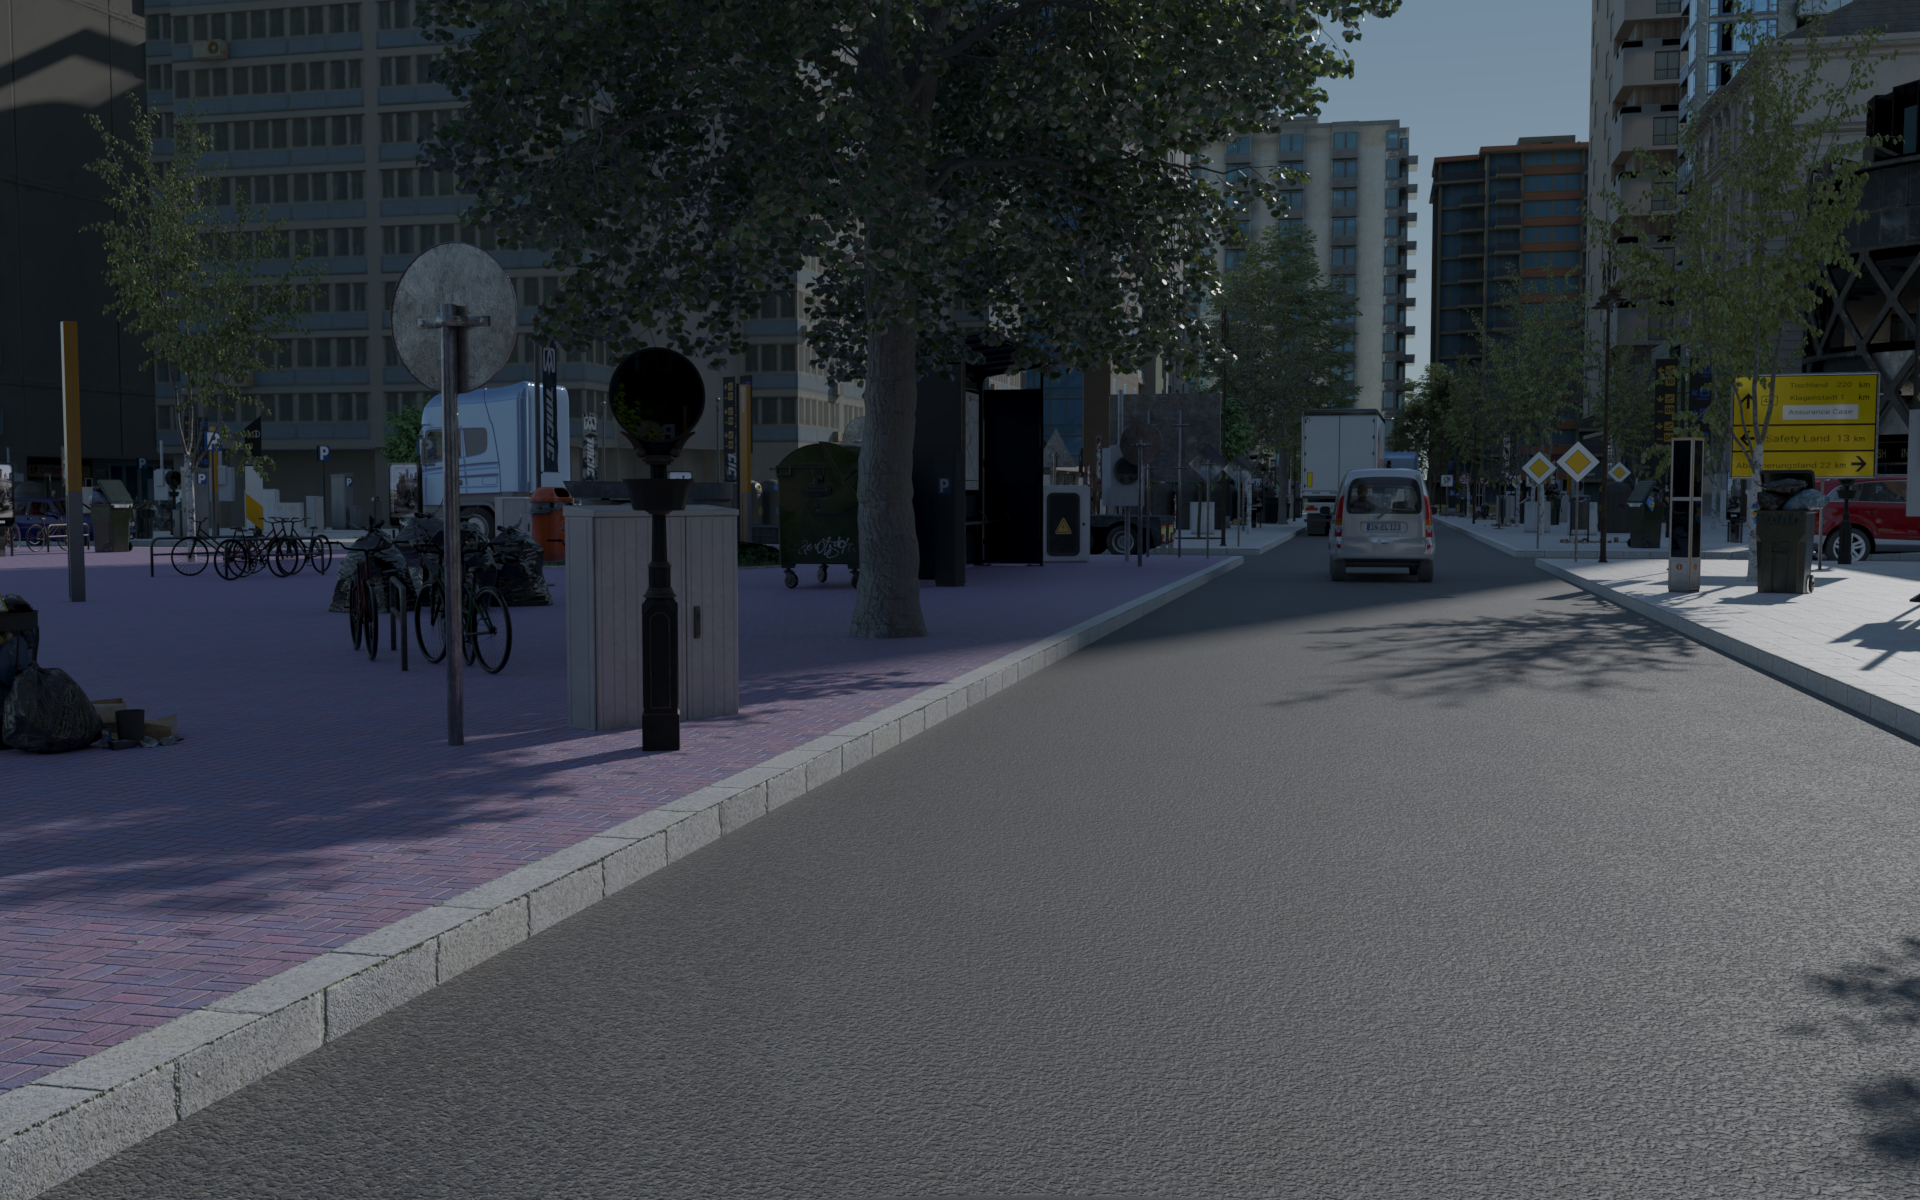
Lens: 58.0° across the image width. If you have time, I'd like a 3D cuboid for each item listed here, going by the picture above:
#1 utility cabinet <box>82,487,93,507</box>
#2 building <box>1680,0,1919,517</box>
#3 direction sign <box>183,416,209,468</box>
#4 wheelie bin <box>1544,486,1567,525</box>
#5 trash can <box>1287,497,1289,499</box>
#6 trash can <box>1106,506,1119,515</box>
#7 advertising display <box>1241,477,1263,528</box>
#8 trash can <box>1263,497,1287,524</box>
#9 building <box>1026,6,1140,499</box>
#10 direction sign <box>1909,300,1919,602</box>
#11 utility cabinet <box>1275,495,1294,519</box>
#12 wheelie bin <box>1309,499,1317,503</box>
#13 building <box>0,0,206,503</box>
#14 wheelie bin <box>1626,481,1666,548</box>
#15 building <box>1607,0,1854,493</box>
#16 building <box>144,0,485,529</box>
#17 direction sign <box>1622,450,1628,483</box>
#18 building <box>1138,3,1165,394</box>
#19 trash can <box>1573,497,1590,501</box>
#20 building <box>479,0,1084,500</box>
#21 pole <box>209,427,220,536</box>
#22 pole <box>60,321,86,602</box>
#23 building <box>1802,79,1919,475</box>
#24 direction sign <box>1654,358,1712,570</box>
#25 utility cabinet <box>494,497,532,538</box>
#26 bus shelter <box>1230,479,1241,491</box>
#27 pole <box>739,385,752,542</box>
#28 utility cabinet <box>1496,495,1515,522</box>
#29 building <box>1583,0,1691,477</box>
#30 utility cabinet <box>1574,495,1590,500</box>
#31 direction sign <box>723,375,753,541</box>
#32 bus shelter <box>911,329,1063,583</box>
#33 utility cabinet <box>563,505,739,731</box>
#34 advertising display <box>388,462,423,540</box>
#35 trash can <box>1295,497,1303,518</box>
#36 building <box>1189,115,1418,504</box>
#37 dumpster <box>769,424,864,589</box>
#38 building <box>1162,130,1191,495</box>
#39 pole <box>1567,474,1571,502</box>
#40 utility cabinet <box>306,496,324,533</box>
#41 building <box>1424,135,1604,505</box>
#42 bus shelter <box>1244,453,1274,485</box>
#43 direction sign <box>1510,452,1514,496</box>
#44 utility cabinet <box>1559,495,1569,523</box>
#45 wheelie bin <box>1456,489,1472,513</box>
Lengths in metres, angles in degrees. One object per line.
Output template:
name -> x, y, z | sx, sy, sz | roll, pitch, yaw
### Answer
utility cabinet -> -27.363, -2.805, 54.539 | 0.318, 1.500, 1.173 | 2, 4, 27
building -> 49.182, -18.911, 96.578 | 14.401, 28.519, 23.554 | 1, 4, 13
direction sign -> -22.360, -3.595, 50.768 | 0.379, 3.537, 0.876 | 1, 4, 22
wheelie bin -> 24.484, -3.897, 71.629 | 0.980, 1.594, 0.693 | -3, 5, -44
trash can -> 14.723, -4.154, 79.567 | 0.748, 1.137, 0.748 | 0, 3, 0
trash can -> 6.807, -4.016, 77.311 | 0.748, 1.137, 0.748 | 0, 3, 0
advertising display -> 11.070, -3.698, 65.682 | 0.974, 1.923, 0.123 | -2, 4, -30
trash can -> 13.443, -3.855, 74.685 | 0.748, 1.137, 0.748 | 0, 3, 0
building -> 5.283, -29.139, 126.532 | 14.600, 45.320, 14.200 | 1, 4, 13
direction sign -> 11.504, -1.743, 20.492 | 0.876, 3.537, 0.379 | -2, 4, -34
utility cabinet -> 17.030, -4.887, 91.063 | 1.020, 1.237, 0.306 | 2, 4, 28
wheelie bin -> 22.832, -6.379, 112.199 | 0.693, 1.594, 0.980 | 1, 4, 16
building -> -51.053, -27.990, 81.345 | 21.600, 48.544, 21.300 | 1, 4, 13
wheelie bin -> 16.298, -2.034, 41.163 | 0.693, 1.594, 0.980 | -1, 4, -13
building -> 60.955, -49.652, 124.488 | 22.319, 86.520, 31.000 | 1, 4, 13
building -> -16.860, -23.314, 73.065 | 32.217, 40.220, 23.993 | 1, 4, 13
direction sign -> 33.825, -5.884, 88.192 | 0.379, 3.537, 0.876 | 3, 4, 39
building -> 8.714, -27.936, 140.352 | 14.154, 41.232, 14.086 | 1, 4, 13
trash can -> 27.819, -4.032, 77.571 | 0.748, 1.137, 0.748 | 0, 3, 0
building -> -9.015, -25.444, 107.894 | 32.217, 40.220, 23.993 | 1, 4, 13
pole -> -22.557, -3.582, 52.404 | 0.158, 3.312, 0.155 | 0, 3, 0
pole -> -10.533, -1.635, 20.568 | 0.158, 3.312, 0.155 | 0, 3, 0
building -> 46.088, -12.759, 76.060 | 16.820, 18.784, 16.811 | 1, 4, 13
direction sign -> 12.066, -2.261, 28.971 | 0.876, 3.537, 0.379 | 1, 4, 18
utility cabinet -> -9.678, -1.636, 37.905 | 0.306, 1.237, 1.020 | 2, 4, 35
bus shelter -> 12.732, -5.745, 85.212 | 1.731, 3.624, 6.357 | 1, 4, 14
pole -> -4.009, -2.357, 32.379 | 0.158, 3.312, 0.155 | 0, 3, 0
utility cabinet -> 24.754, -4.123, 78.580 | 0.306, 1.237, 1.020 | -1, 4, -17
building -> 71.102, -34.488, 153.111 | 28.713, 52.752, 27.495 | 1, 4, 13
utility cabinet -> 32.884, -4.916, 91.531 | 1.020, 1.237, 0.306 | -2, 4, -34
direction sign -> -4.267, -2.527, 33.317 | 0.379, 3.537, 0.876 | -3, 5, -45
bus shelter -> 0.291, -2.239, 27.893 | 1.731, 3.624, 6.357 | 1, 4, 14
utility cabinet -> -1.722, 0.084, 9.791 | 0.306, 1.237, 1.020 | 3, 5, 42
advertising display -> -11.398, -1.860, 35.630 | 0.974, 1.923, 0.123 | 3, 4, 36
trash can -> 18.002, -4.949, 92.566 | 0.748, 1.137, 0.748 | 0, 3, 0
building -> 42.721, -36.874, 222.504 | 30.456, 49.044, 23.786 | 1, 4, 13
dumpster -> -1.676, -1.322, 24.113 | 1.502, 2.255, 1.985 | 1, 4, 13
building -> 11.490, -44.775, 170.321 | 20.611, 71.187, 20.563 | 1, 4, 13
pole -> 30.249, -5.637, 86.009 | 0.158, 3.312, 0.155 | 0, 3, 0
utility cabinet -> -21.385, -2.831, 57.442 | 0.306, 1.237, 1.020 | -3, 4, -36
building -> 71.364, -34.262, 214.808 | 28.867, 44.769, 22.147 | 1, 4, 13
bus shelter -> 17.613, -6.838, 103.079 | 1.731, 3.624, 6.357 | 1, 4, 14
direction sign -> 29.460, -6.148, 92.512 | 0.379, 3.537, 0.876 | 2, 4, 28
utility cabinet -> 26.968, -4.104, 78.267 | 1.020, 1.237, 0.306 | 1, 4, 12
wheelie bin -> 31.440, -6.135, 108.209 | 0.980, 1.594, 0.693 | 0, 4, 2
